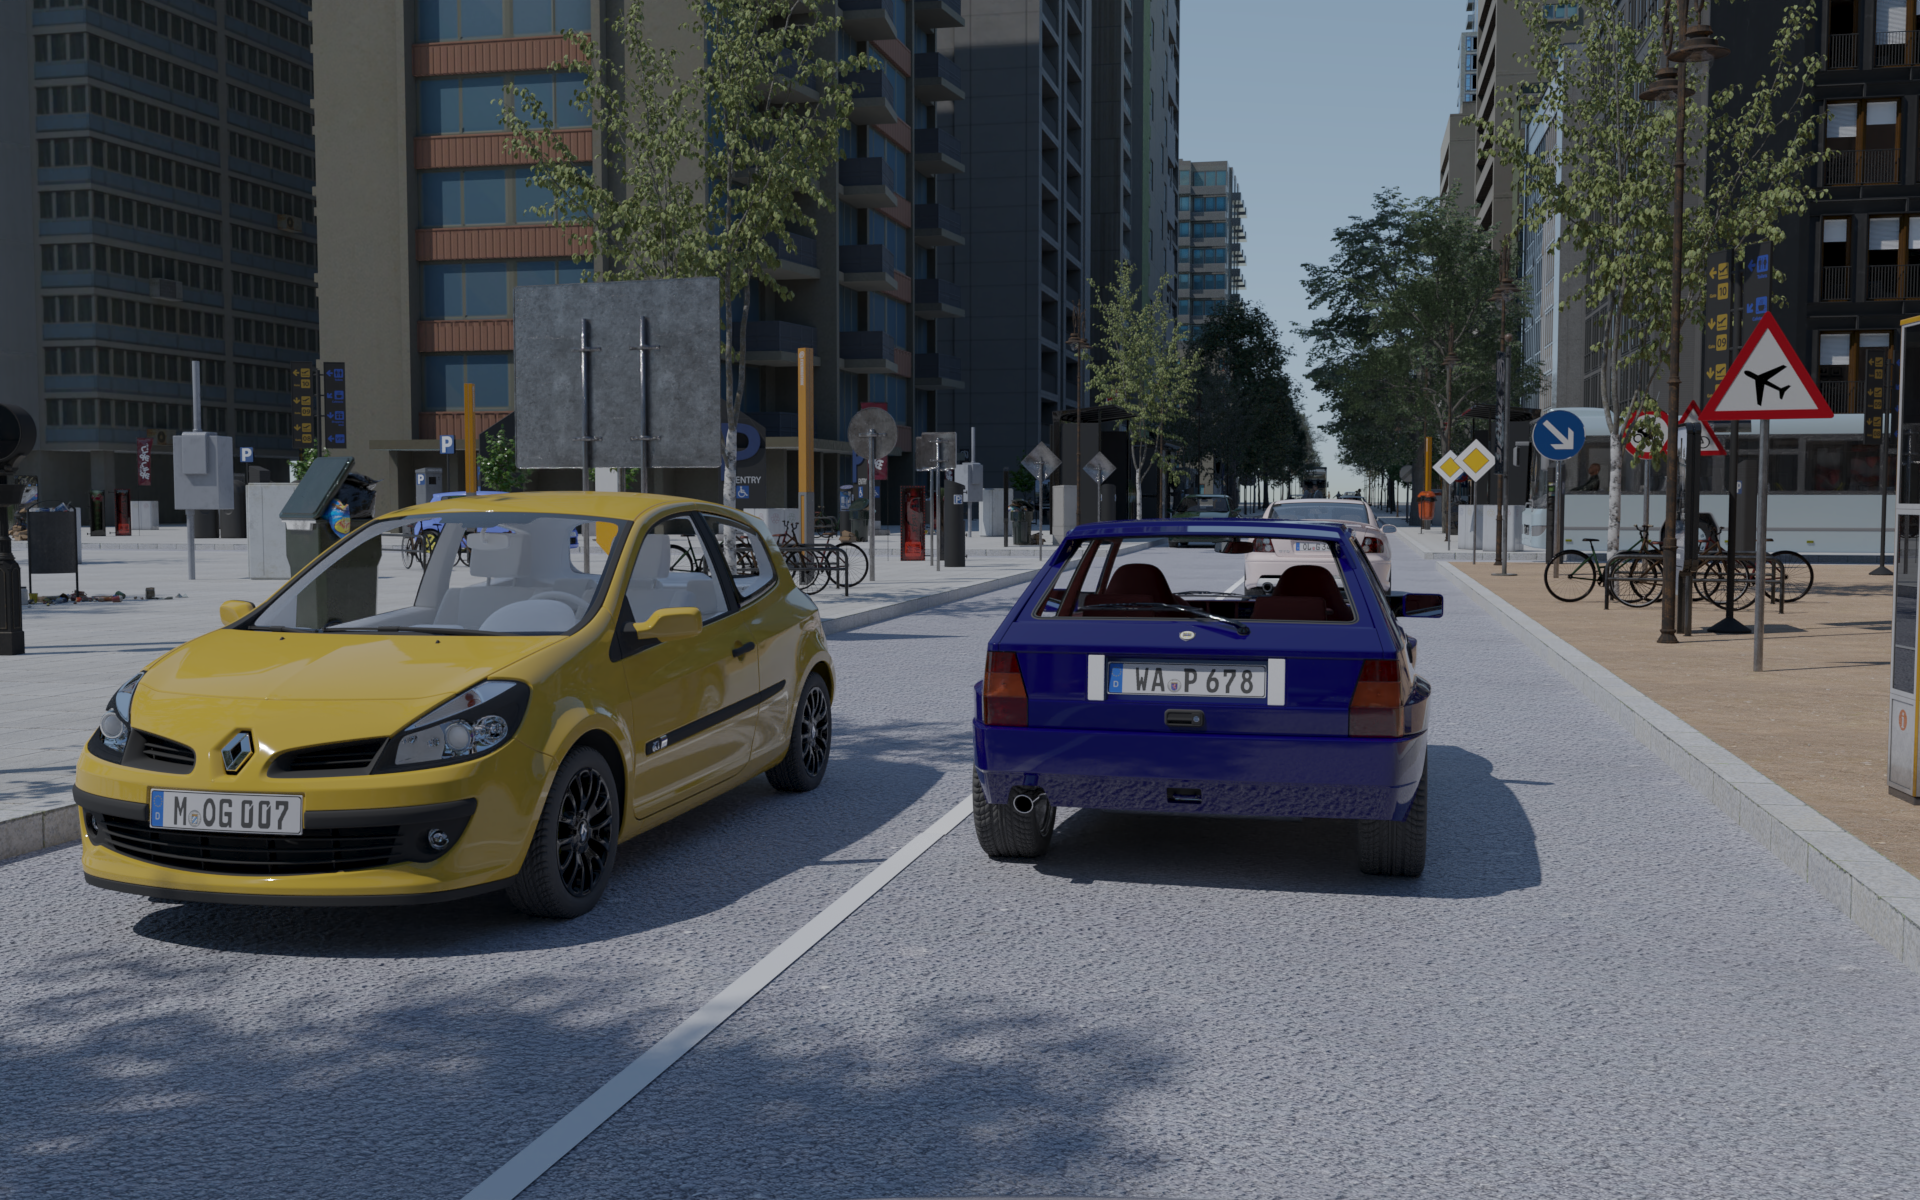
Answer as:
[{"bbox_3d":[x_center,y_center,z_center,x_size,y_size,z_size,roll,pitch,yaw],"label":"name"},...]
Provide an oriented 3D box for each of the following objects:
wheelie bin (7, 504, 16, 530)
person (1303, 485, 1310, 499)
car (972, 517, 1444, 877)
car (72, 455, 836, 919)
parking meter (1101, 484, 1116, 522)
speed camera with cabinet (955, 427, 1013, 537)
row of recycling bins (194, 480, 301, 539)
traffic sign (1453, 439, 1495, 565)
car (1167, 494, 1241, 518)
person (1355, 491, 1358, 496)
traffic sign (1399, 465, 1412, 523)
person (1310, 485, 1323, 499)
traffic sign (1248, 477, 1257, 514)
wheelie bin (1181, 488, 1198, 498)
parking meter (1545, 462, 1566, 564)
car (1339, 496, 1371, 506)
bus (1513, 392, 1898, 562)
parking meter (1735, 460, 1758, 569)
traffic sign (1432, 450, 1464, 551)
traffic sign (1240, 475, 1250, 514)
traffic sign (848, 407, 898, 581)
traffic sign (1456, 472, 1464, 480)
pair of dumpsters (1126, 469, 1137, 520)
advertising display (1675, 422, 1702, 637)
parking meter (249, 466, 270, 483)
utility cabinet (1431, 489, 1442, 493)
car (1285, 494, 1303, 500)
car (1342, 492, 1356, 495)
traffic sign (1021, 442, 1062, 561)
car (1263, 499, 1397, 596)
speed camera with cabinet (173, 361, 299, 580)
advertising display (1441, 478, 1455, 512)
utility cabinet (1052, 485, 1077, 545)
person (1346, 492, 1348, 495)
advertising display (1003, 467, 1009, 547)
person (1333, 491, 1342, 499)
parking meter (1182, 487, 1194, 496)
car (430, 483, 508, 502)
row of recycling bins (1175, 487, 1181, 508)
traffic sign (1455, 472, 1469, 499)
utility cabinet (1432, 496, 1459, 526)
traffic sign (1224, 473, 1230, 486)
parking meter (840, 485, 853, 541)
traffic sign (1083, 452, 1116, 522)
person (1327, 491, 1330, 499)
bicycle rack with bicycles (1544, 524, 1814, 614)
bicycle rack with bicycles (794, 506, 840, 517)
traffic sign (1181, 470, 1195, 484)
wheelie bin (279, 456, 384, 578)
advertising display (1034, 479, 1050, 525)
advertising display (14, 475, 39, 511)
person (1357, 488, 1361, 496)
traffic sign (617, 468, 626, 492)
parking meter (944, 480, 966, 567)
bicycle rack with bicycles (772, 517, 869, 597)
[{"bbox_3d":[-33.341,-3.267,61.326,0.980,1.594,0.693,3,5,40],"label":"wheelie bin"},{"bbox_3d":[14.933,-4.049,74.819,0.853,1.813,0.709,1,4,16],"label":"person"},{"bbox_3d":[1.234,0.282,7.973,1.945,1.354,3.894,1,4,13],"label":"car"},{"bbox_3d":[-1.814,0.185,7.200,2.015,1.641,3.980,1,4,13],"label":"car"},{"bbox_3d":[3.794,-2.194,44.286,0.372,1.533,0.369,0,3,0],"label":"parking meter"},{"bbox_3d":[0.727,-3.524,51.957,0.660,3.252,2.038,3,5,43],"label":"speed camera with cabinet"},{"bbox_3d":[-20.544,-2.640,50.277,3.534,1.692,1.069,0,4,-4],"label":"row of recycling bins"},{"bbox_3d":[9.351,-1.700,31.445,0.795,2.450,0.064,1,4,13],"label":"traffic sign"},{"bbox_3d":[6.719,-2.300,47.393,2.009,1.686,4.222,1,4,14],"label":"car"},{"bbox_3d":[32.288,-8.027,140.571,0.721,1.723,1.217,2,4,34],"label":"person"},{"bbox_3d":[19.539,-4.614,75.541,0.768,2.556,0.104,1,4,18],"label":"traffic sign"},{"bbox_3d":[14.495,-3.780,70.491,0.473,1.802,0.592,0,4,-5],"label":"person"},{"bbox_3d":[18.636,-6.788,111.092,0.768,2.556,0.104,1,4,16],"label":"traffic sign"},{"bbox_3d":[11.123,-4.637,83.723,0.980,1.594,0.693,1,4,12],"label":"wheelie bin"},{"bbox_3d":[10.917,-1.593,31.752,0.255,1.863,0.399,2,4,31],"label":"parking meter"},{"bbox_3d":[18.579,-4.265,82.313,1.945,1.354,3.894,1,4,11],"label":"car"},{"bbox_3d":[17.267,-2.414,34.323,13.247,3.499,2.948,1,4,13],"label":"bus"},{"bbox_3d":[13.525,-1.476,29.837,0.255,1.863,0.399,0,4,-1],"label":"parking meter"},{"bbox_3d":[11.092,-2.177,39.239,0.795,2.450,0.064,1,4,13],"label":"traffic sign"},{"bbox_3d":[18.146,-6.750,110.463,0.768,2.556,0.104,1,4,13],"label":"traffic sign"},{"bbox_3d":[-1.294,-1.550,25.443,0.768,2.556,0.104,1,4,14],"label":"traffic sign"},{"bbox_3d":[18.140,-3.891,63.730,0.768,2.556,0.104,1,4,22],"label":"traffic sign"},{"bbox_3d":[5.219,-3.574,60.931,1.574,2.255,4.437,1,4,13],"label":"pair of dumpsters"},{"bbox_3d":[6.663,-0.658,15.980,0.123,1.923,0.974,1,4,13],"label":"advertising display"},{"bbox_3d":[-14.485,-1.845,35.876,0.399,1.863,0.255,2,4,31],"label":"parking meter"},{"bbox_3d":[22.180,-4.455,81.526,1.173,1.500,0.318,3,5,40],"label":"utility cabinet"},{"bbox_3d":[26.318,-7.521,134.973,2.014,1.417,4.499,1,4,14],"label":"car"},{"bbox_3d":[57.235,-15.026,254.345,2.281,1.827,5.304,1,4,11],"label":"car"},{"bbox_3d":[1.552,-1.808,33.202,0.795,2.450,0.064,1,4,13],"label":"traffic sign"},{"bbox_3d":[4.868,-0.680,23.488,2.083,1.381,4.827,1,4,12],"label":"car"},{"bbox_3d":[-10.677,-1.939,26.039,2.038,3.252,0.660,0,4,0],"label":"speed camera with cabinet"},{"bbox_3d":[17.723,-3.528,62.900,0.123,1.923,0.974,3,4,36],"label":"advertising display"},{"bbox_3d":[2.618,-2.127,43.452,0.318,1.500,1.173,1,4,19],"label":"utility cabinet"},{"bbox_3d":[54.611,-14.406,244.868,0.721,1.723,1.217,0,4,1],"label":"person"},{"bbox_3d":[1.124,-2.269,42.305,0.123,1.923,0.974,0,4,1],"label":"advertising display"},{"bbox_3d":[37.527,-9.935,171.671,1.217,1.736,0.721,1,4,14],"label":"person"},{"bbox_3d":[8.531,-3.434,64.557,0.372,1.533,0.369,0,3,0],"label":"parking meter"},{"bbox_3d":[-10.737,-1.876,40.271,3.694,1.707,1.945,1,4,11],"label":"car"},{"bbox_3d":[8.924,-4.229,76.260,1.069,1.692,3.534,1,4,22],"label":"row of recycling bins"},{"bbox_3d":[22.152,-4.689,76.774,0.768,2.556,0.104,1,4,19],"label":"traffic sign"},{"bbox_3d":[19.691,-3.615,70.270,1.020,1.237,0.306,1,4,18],"label":"utility cabinet"},{"bbox_3d":[16.555,-6.493,106.259,0.768,2.556,0.104,1,4,16],"label":"traffic sign"},{"bbox_3d":[-3.094,-2.379,47.304,0.372,1.533,0.369,0,3,0],"label":"parking meter"},{"bbox_3d":[3.293,-2.285,40.995,0.795,2.450,0.064,1,4,13],"label":"traffic sign"},{"bbox_3d":[51.407,-14.252,241.532,0.705,1.823,1.348,-1,4,-9],"label":"person"},{"bbox_3d":[8.224,-0.396,19.850,2.925,0.926,2.852,2,4,24],"label":"bicycle rack with bicycles"},{"bbox_3d":[-4.409,-2.288,50.795,2.925,0.926,2.852,0,4,1],"label":"bicycle rack with bicycles"},{"bbox_3d":[11.893,-5.522,90.394,0.768,2.556,0.104,1,4,14],"label":"traffic sign"},{"bbox_3d":[-5.314,-0.415,14.701,0.980,1.594,0.693,3,5,42],"label":"wheelie bin"},{"bbox_3d":[3.592,-4.096,72.189,0.974,1.923,0.123,1,4,15],"label":"advertising display"},{"bbox_3d":[-32.066,-3.322,59.530,0.123,1.923,0.974,1,4,12],"label":"advertising display"},{"bbox_3d":[27.452,-6.753,118.918,0.705,1.823,1.348,1,4,18],"label":"person"},{"bbox_3d":[-3.347,-1.041,17.129,0.768,2.556,0.104,1,4,21],"label":"traffic sign"},{"bbox_3d":[-0.091,-1.348,30.454,0.372,1.533,0.369,0,3,0],"label":"parking meter"},{"bbox_3d":[-2.581,-0.560,22.537,2.925,0.926,2.852,0,4,-6],"label":"bicycle rack with bicycles"}]
